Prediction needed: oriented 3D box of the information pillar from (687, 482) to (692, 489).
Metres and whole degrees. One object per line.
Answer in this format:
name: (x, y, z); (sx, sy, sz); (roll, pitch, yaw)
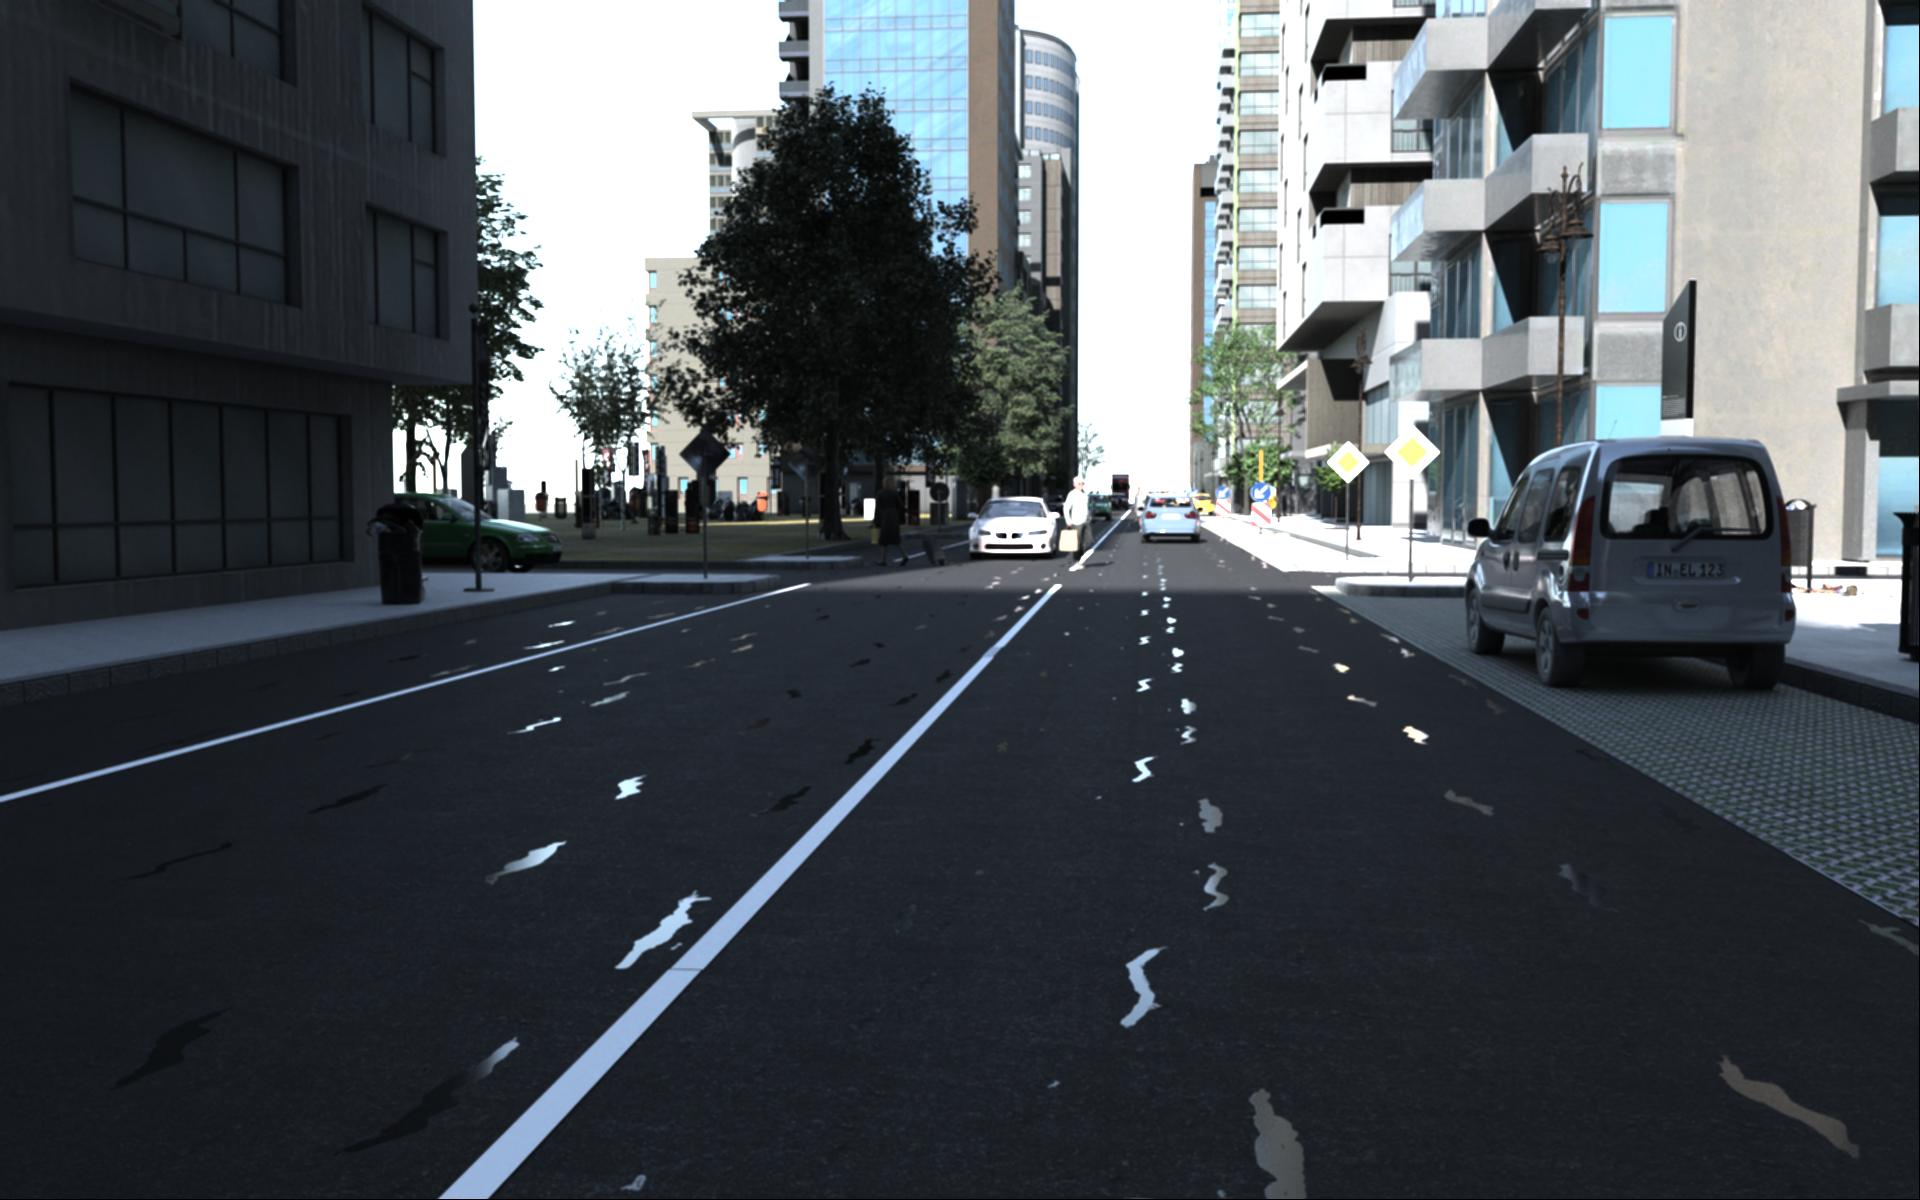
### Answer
information pillar: (-16.859, -6.346, 108.254); (0.304, 2.012, 0.304); (1, 4, 13)

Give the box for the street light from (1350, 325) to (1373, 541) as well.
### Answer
street light: (10.976, -4.571, 47.521); (0.468, 5.910, 1.993); (0, 4, 6)

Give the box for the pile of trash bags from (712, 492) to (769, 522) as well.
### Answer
pile of trash bags: (-9.912, -4.378, 81.333); (1.912, 1.369, 3.447); (-2, 4, -34)

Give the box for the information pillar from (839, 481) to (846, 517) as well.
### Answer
information pillar: (-6.572, -5.651, 96.886); (0.304, 2.012, 0.304); (-2, 4, -29)

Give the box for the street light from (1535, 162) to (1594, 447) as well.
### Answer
street light: (8.521, -3.167, 24.572); (0.468, 5.910, 1.993); (0, 4, 6)

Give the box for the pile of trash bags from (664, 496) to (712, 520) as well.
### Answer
pile of trash bags: (-13.358, -4.757, 87.524); (3.447, 1.369, 1.912); (1, 4, 15)

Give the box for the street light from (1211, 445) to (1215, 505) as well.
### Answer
street light: (22.459, -11.061, 153.638); (0.468, 5.910, 1.993); (0, 4, 6)

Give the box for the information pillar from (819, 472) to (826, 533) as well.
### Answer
information pillar: (-4.432, -3.193, 56.694); (0.304, 2.012, 0.304); (1, 4, 10)

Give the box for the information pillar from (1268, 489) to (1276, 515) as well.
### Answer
information pillar: (18.975, -6.981, 105.487); (0.504, 3.616, 0.183); (0, 4, -8)

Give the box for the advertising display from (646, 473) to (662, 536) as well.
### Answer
advertising display: (-9.535, -2.981, 53.958); (0.123, 1.923, 0.974); (-2, 4, -32)

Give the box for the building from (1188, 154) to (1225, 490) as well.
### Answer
building: (37.329, -35.334, 227.825); (14.600, 45.320, 14.200); (0, 4, 6)

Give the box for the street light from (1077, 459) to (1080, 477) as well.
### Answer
street light: (15.262, -15.301, 222.964); (0.468, 5.910, 1.993); (0, 4, 6)

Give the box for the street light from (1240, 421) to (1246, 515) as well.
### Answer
street light: (17.381, -8.205, 106.938); (0.468, 5.910, 1.993); (0, 4, 6)

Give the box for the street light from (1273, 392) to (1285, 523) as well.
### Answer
street light: (14.270, -6.398, 77.401); (0.468, 5.910, 1.993); (0, 4, 6)

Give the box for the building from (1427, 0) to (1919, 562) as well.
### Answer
building: (25.850, -25.722, 40.163); (30.456, 49.044, 23.786); (0, 4, 6)

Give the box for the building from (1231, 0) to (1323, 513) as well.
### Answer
building: (26.023, -26.708, 120.268); (14.154, 41.232, 14.086); (0, 4, 6)

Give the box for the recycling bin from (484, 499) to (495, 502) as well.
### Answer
recycling bin: (-26.851, -5.274, 98.787); (0.722, 1.027, 0.722); (-3, 5, -42)

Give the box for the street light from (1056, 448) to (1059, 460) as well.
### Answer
street light: (9.543, -12.078, 170.264); (0.468, 5.910, 1.993); (0, 4, 6)

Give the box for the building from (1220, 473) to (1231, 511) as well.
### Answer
building: (37.462, -27.297, 138.187); (32.217, 40.220, 23.993); (0, 4, 6)

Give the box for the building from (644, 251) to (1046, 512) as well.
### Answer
building: (-7.722, -18.003, 139.385); (27.650, 21.520, 28.899); (0, 4, 6)

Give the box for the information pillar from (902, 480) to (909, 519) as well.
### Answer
information pillar: (-2.819, -5.205, 89.592); (0.304, 2.012, 0.304); (2, 4, 25)

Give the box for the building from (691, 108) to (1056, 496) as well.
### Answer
building: (-7.096, -29.005, 166.114); (32.217, 40.220, 23.993); (0, 4, 6)

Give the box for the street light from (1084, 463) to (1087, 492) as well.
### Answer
street light: (18.314, -17.108, 252.508); (0.468, 5.910, 1.993); (0, 4, 6)

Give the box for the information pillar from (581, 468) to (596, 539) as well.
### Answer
information pillar: (-10.606, -2.750, 49.449); (0.304, 2.012, 0.304); (1, 4, 12)

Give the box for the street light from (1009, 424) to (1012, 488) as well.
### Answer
street light: (3.211, -8.445, 110.859); (0.468, 5.910, 1.993); (0, 4, 6)

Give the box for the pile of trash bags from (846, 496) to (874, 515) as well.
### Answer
pile of trash bags: (-5.567, -5.904, 106.282); (3.447, 1.369, 1.912); (-2, 4, -29)

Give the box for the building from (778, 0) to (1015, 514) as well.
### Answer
building: (-3.727, -28.521, 116.428); (14.600, 45.320, 14.200); (0, 4, 6)

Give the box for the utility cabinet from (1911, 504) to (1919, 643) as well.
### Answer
utility cabinet: (8.760, -0.227, 14.872); (1.020, 1.237, 0.306); (0, 4, 2)

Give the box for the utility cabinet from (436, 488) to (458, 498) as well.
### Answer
utility cabinet: (-19.758, -3.555, 66.802); (0.318, 1.500, 1.173); (-3, 5, -44)

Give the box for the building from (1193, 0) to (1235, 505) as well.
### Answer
building: (39.382, -54.495, 203.661); (22.319, 86.520, 31.000); (0, 4, 6)

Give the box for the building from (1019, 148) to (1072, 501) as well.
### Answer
building: (5.561, -31.555, 199.525); (14.154, 41.232, 14.086); (0, 4, 6)

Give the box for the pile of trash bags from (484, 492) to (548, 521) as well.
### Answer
pile of trash bags: (-21.478, -4.468, 82.811); (3.447, 1.369, 1.912); (-1, 4, -23)

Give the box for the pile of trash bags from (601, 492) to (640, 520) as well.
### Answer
pile of trash bags: (-17.210, -4.741, 87.263); (1.912, 1.369, 3.447); (1, 4, 23)

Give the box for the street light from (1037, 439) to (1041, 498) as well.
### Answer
street light: (6.387, -10.254, 140.442); (0.468, 5.910, 1.993); (0, 4, 6)

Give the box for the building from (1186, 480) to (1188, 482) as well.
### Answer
building: (44.815, -38.515, 249.324); (23.786, 49.044, 30.456); (0, 4, 6)

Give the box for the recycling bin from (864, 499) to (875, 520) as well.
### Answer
recycling bin: (-4.373, -4.553, 86.987); (0.722, 1.027, 0.722); (1, 4, 11)

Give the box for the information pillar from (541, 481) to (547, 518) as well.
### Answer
information pillar: (-22.598, -5.477, 94.040); (0.304, 2.012, 0.304); (-1, 4, -13)

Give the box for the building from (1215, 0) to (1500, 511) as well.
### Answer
building: (35.884, -33.418, 166.000); (23.786, 49.044, 30.456); (0, 4, 6)

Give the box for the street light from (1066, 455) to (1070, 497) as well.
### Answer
street light: (12.015, -13.496, 193.441); (0.468, 5.910, 1.993); (0, 4, 6)

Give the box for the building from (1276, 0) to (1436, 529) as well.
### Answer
building: (28.347, -29.679, 74.484); (28.713, 52.752, 27.495); (0, 4, 6)

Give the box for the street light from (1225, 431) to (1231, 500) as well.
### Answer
street light: (19.165, -9.256, 124.120); (0.468, 5.910, 1.993); (0, 4, 6)

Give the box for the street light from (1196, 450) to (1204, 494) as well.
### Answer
street light: (25.548, -12.876, 183.317); (0.468, 5.910, 1.993); (0, 4, 6)

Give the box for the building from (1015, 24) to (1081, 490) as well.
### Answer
building: (4.114, -41.491, 220.382); (21.231, 58.520, 28.212); (0, 4, 6)

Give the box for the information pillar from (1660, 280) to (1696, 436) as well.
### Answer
information pillar: (7.954, -1.704, 19.219); (0.183, 3.616, 0.504); (-1, 4, -12)

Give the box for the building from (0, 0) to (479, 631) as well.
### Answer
building: (-14.332, -20.635, 20.970); (14.086, 41.232, 14.154); (0, 4, 6)

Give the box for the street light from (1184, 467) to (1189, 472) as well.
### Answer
street light: (34.531, -17.922, 265.813); (0.468, 5.910, 1.993); (0, 4, 6)
